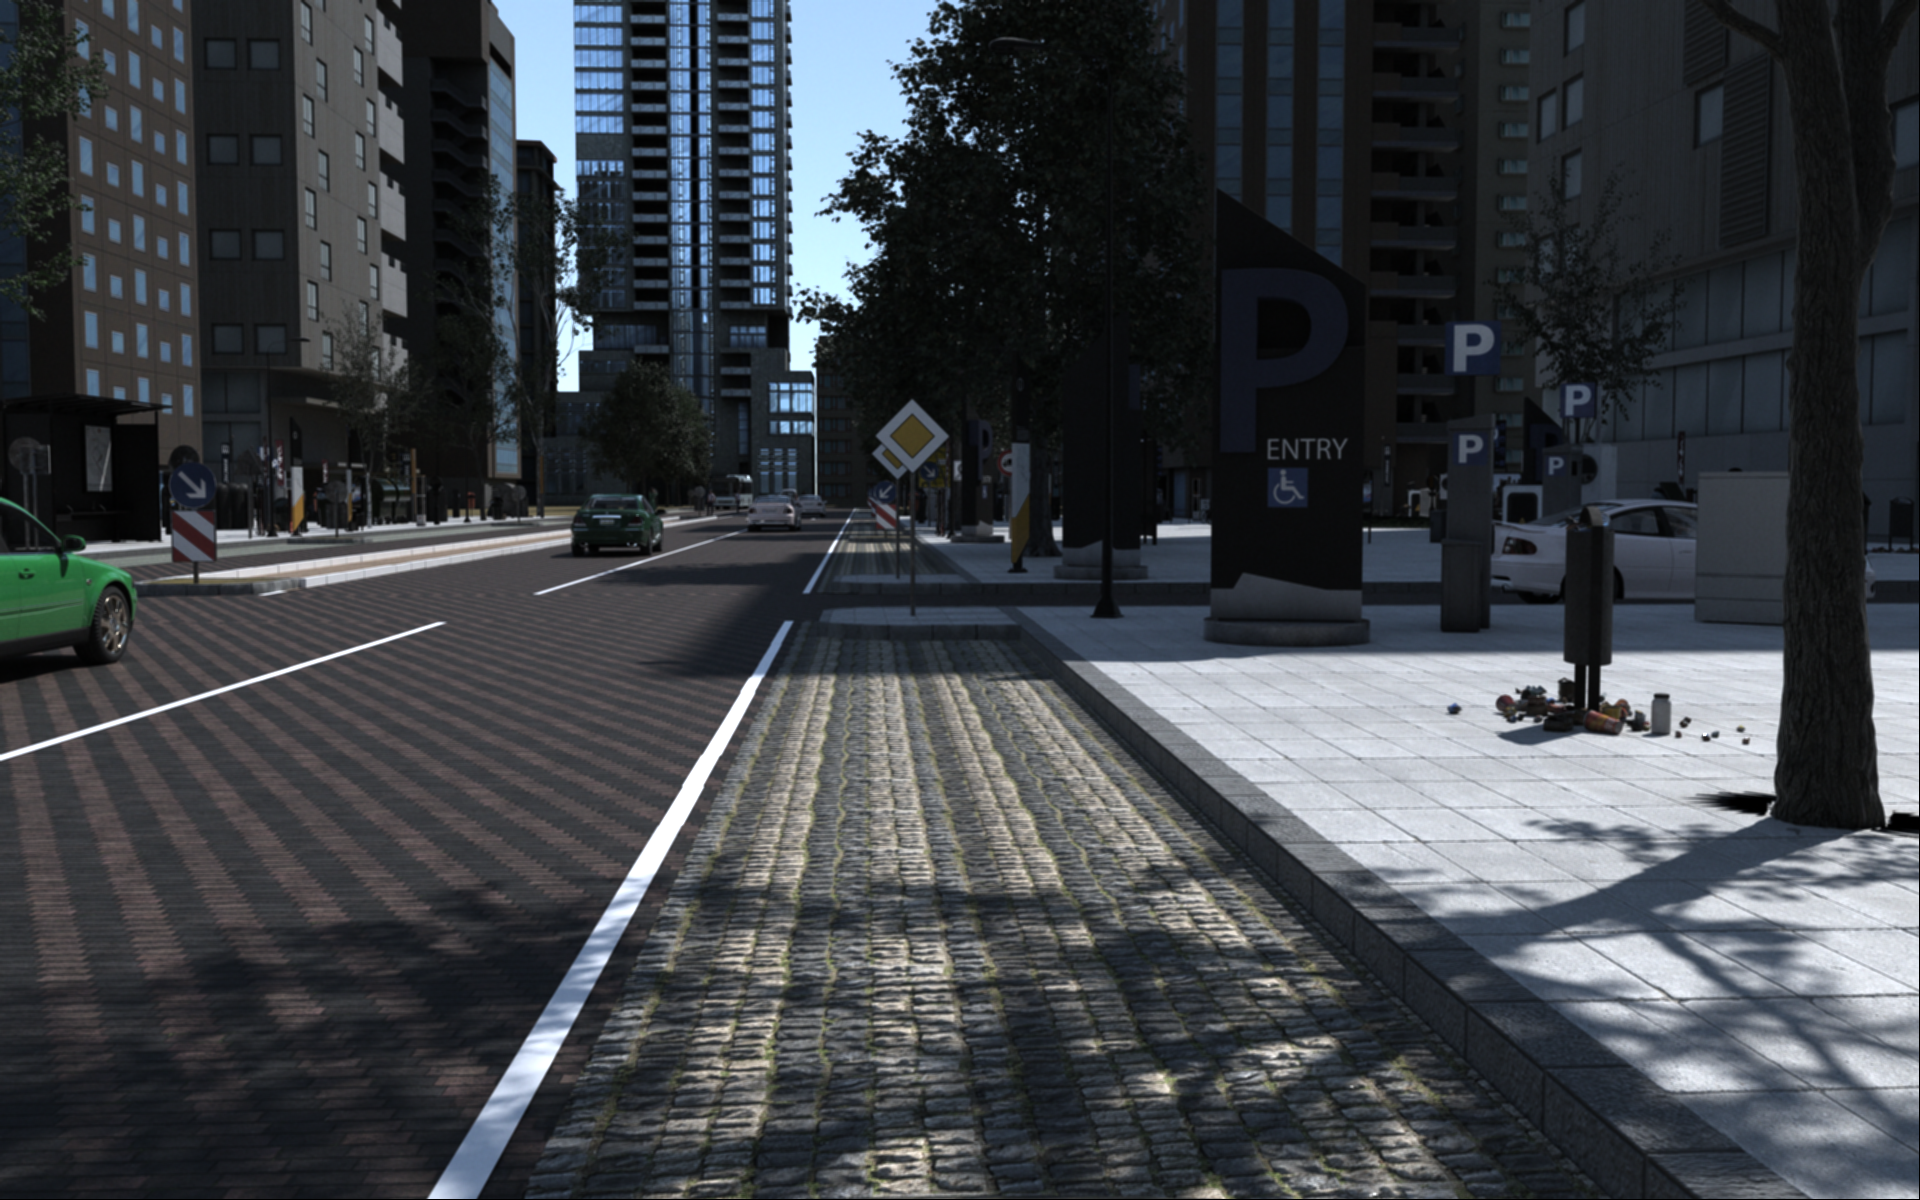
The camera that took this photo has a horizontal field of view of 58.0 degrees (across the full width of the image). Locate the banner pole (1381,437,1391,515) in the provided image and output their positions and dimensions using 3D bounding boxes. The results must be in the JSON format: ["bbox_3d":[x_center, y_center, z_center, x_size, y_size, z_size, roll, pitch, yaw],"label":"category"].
[{"bbox_3d":[18.617,-5.251,75.871,0.401,3.779,0.863,-1,4,-20],"label":"banner pole"}]

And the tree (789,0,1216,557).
[{"bbox_3d":[1.567,-7.232,35.245,9.611,12.733,9.660,0,3,0],"label":"tree"}]

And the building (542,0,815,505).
[{"bbox_3d":[-33.122,-54.672,206.562,31.000,86.520,22.319,0,4,-3],"label":"building"}]

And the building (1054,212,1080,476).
[{"bbox_3d":[25.504,-38.233,214.347,27.495,52.752,28.713,0,4,-3],"label":"building"}]

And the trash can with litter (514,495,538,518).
[{"bbox_3d":[-23.948,-5.117,94.720,1.678,1.210,2.233,0,4,0],"label":"trash can with litter"}]

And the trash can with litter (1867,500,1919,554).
[{"bbox_3d":[20.429,-1.655,38.120,1.678,1.210,2.233,-2,4,-26],"label":"trash can with litter"}]

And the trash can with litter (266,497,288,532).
[{"bbox_3d":[-23.022,-2.884,58.541,0.624,1.170,1.055,0,4,6],"label":"trash can with litter"}]

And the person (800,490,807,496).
[{"bbox_3d":[-15.083,-9.695,167.044,1.348,1.821,0.705,1,4,23],"label":"person"}]

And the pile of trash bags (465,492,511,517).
[{"bbox_3d":[-26.225,-5.390,97.873,3.447,1.369,1.912,-2,4,-27],"label":"pile of trash bags"}]

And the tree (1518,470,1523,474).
[{"bbox_3d":[25.686,-5.044,77.075,1.663,3.219,1.824,0,3,0],"label":"tree"}]

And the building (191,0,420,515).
[{"bbox_3d":[-52.275,-31.943,111.507,28.713,52.752,27.495,0,4,-3],"label":"building"}]

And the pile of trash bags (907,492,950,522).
[{"bbox_3d":[-0.752,-4.247,79.183,3.447,1.369,1.912,1,4,12],"label":"pile of trash bags"}]

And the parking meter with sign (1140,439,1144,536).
[{"bbox_3d":[5.513,-3.507,53.604,0.543,3.016,1.738,1,4,9],"label":"parking meter with sign"}]

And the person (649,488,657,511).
[{"bbox_3d":[-17.462,-5.466,98.113,0.529,1.795,0.600,-3,4,-36],"label":"person"}]

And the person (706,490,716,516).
[{"bbox_3d":[-16.595,-6.464,115.121,0.436,1.711,0.756,-3,5,-42],"label":"person"}]

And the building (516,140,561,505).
[{"bbox_3d":[-63.210,-33.789,207.068,28.867,44.769,22.147,0,4,-3],"label":"building"}]

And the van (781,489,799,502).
[{"bbox_3d":[-15.573,-9.264,158.485,2.013,2.044,4.112,0,4,-3],"label":"van"}]

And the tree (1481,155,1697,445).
[{"bbox_3d":[13.796,-5.379,38.312,4.360,8.622,3.978,0,3,0],"label":"tree"}]

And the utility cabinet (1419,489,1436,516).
[{"bbox_3d":[18.926,-3.760,70.152,0.318,1.500,1.173,0,4,-2],"label":"utility cabinet"}]

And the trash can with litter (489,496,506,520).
[{"bbox_3d":[-22.747,-4.521,85.311,0.624,1.170,1.055,0,4,3],"label":"trash can with litter"}]

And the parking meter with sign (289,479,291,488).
[{"bbox_3d":[-32.991,-5.436,85.144,1.738,3.016,0.543,1,4,16],"label":"parking meter with sign"}]

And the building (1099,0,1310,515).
[{"bbox_3d":[16.780,-29.306,129.264,14.600,45.320,14.200,0,4,-3],"label":"building"}]

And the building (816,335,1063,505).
[{"bbox_3d":[-2.807,-22.494,212.812,28.899,21.520,27.650,0,4,-3],"label":"building"}]

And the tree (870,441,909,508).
[{"bbox_3d":[-5.116,-14.058,164.268,7.601,10.594,8.767,1,4,18],"label":"tree"}]

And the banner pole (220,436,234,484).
[{"bbox_3d":[-31.260,-5.140,74.062,0.401,3.779,0.863,1,4,22],"label":"banner pole"}]

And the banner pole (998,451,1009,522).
[{"bbox_3d":[2.041,-5.505,80.028,0.401,3.779,0.863,3,5,43],"label":"banner pole"}]

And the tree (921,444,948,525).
[{"bbox_3d":[-0.793,-7.361,70.714,4.737,8.622,4.395,0,3,0],"label":"tree"}]

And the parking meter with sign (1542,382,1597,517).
[{"bbox_3d":[9.209,-1.853,26.563,0.543,3.016,1.738,3,4,36],"label":"parking meter with sign"}]

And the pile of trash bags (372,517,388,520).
[{"bbox_3d":[-28.664,-4.607,85.073,3.447,1.369,1.912,0,4,-4],"label":"pile of trash bags"}]

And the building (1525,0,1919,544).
[{"bbox_3d":[35.879,-28.453,54.440,27.495,52.752,28.713,0,4,-3],"label":"building"}]

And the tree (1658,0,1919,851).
[{"bbox_3d":[3.415,-4.948,6.650,9.928,11.665,9.643,0,3,0],"label":"tree"}]

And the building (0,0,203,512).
[{"bbox_3d":[-45.286,-26.298,80.083,14.600,45.320,14.200,0,4,-3],"label":"building"}]

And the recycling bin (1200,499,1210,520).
[{"bbox_3d":[11.960,-4.472,85.678,0.722,1.027,0.722,1,4,11],"label":"recycling bin"}]

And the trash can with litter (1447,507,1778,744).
[{"bbox_3d":[3.695,0.062,10.038,1.678,1.210,2.233,1,4,12],"label":"trash can with litter"}]

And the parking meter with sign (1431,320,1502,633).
[{"bbox_3d":[4.915,-1.253,16.750,0.543,3.016,1.738,1,4,18],"label":"parking meter with sign"}]

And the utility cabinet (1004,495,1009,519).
[{"bbox_3d":[2.755,-4.676,87.609,1.020,1.237,0.306,-1,4,-11],"label":"utility cabinet"}]

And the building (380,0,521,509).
[{"bbox_3d":[-47.770,-30.800,153.697,14.200,45.320,14.600,0,4,-3],"label":"building"}]

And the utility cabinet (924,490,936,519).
[{"bbox_3d":[-1.666,-4.743,86.221,1.173,1.500,0.318,-3,5,-42],"label":"utility cabinet"}]

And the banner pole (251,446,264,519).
[{"bbox_3d":[-36.693,-6.143,90.454,0.863,3.779,0.401,-1,4,-12],"label":"banner pole"}]

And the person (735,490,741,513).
[{"bbox_3d":[-16.578,-7.370,129.930,0.436,1.711,0.756,2,4,26],"label":"person"}]

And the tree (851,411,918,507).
[{"bbox_3d":[-6.376,-16.626,178.490,9.857,13.997,8.962,0,3,0],"label":"tree"}]

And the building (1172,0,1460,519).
[{"bbox_3d":[17.941,-27.197,94.783,14.600,45.320,14.200,0,4,-3],"label":"building"}]

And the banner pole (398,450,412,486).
[{"bbox_3d":[-28.775,-6.095,89.674,0.863,3.779,0.401,0,4,2],"label":"banner pole"}]

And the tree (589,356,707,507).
[{"bbox_3d":[-26.314,-13.887,144.053,9.611,12.733,9.660,0,3,0],"label":"tree"}]

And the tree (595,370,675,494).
[{"bbox_3d":[-25.378,-12.045,131.343,8.767,10.594,7.601,0,4,6],"label":"tree"}]

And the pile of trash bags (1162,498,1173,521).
[{"bbox_3d":[8.865,-4.474,82.903,1.912,1.369,3.447,2,4,27],"label":"pile of trash bags"}]

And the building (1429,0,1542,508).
[{"bbox_3d":[52.990,-32.518,155.377,21.600,48.544,21.300,0,4,-3],"label":"building"}]

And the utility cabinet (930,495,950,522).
[{"bbox_3d":[-0.910,-4.254,80.716,1.020,1.237,0.306,1,4,11],"label":"utility cabinet"}]

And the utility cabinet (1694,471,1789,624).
[{"bbox_3d":[7.892,-0.510,17.018,1.173,1.500,0.318,3,5,40],"label":"utility cabinet"}]

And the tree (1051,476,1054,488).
[{"bbox_3d":[4.516,-6.270,97.108,1.663,3.219,1.824,0,3,0],"label":"tree"}]

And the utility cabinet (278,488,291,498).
[{"bbox_3d":[-35.716,-5.060,91.416,1.173,1.500,0.318,-2,4,-32],"label":"utility cabinet"}]

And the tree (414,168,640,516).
[{"bbox_3d":[-25.320,-15.020,101.460,12.611,20.169,13.585,0,3,0],"label":"tree"}]

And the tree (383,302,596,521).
[{"bbox_3d":[-23.238,-9.146,83.941,8.767,10.594,7.601,-2,4,-28],"label":"tree"}]

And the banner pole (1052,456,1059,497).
[{"bbox_3d":[4.940,-6.135,90.329,0.401,3.779,0.863,2,4,33],"label":"banner pole"}]

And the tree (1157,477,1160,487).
[{"bbox_3d":[8.114,-5.161,78.980,1.663,3.219,1.824,0,3,0],"label":"tree"}]

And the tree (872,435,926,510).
[{"bbox_3d":[-4.656,-11.529,138.857,4.360,8.622,3.978,0,3,0],"label":"tree"}]

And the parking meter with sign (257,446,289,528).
[{"bbox_3d":[-25.434,-4.144,64.012,0.543,3.016,1.738,-1,4,-8],"label":"parking meter with sign"}]

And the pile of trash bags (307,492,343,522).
[{"bbox_3d":[-29.539,-4.327,80.497,1.912,1.369,3.447,-1,4,-11],"label":"pile of trash bags"}]

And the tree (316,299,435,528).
[{"bbox_3d":[-22.132,-7.009,64.955,4.360,8.622,3.978,0,3,0],"label":"tree"}]

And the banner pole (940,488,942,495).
[{"bbox_3d":[-0.779,-5.737,83.822,0.401,3.779,0.863,-3,4,-38],"label":"banner pole"}]
